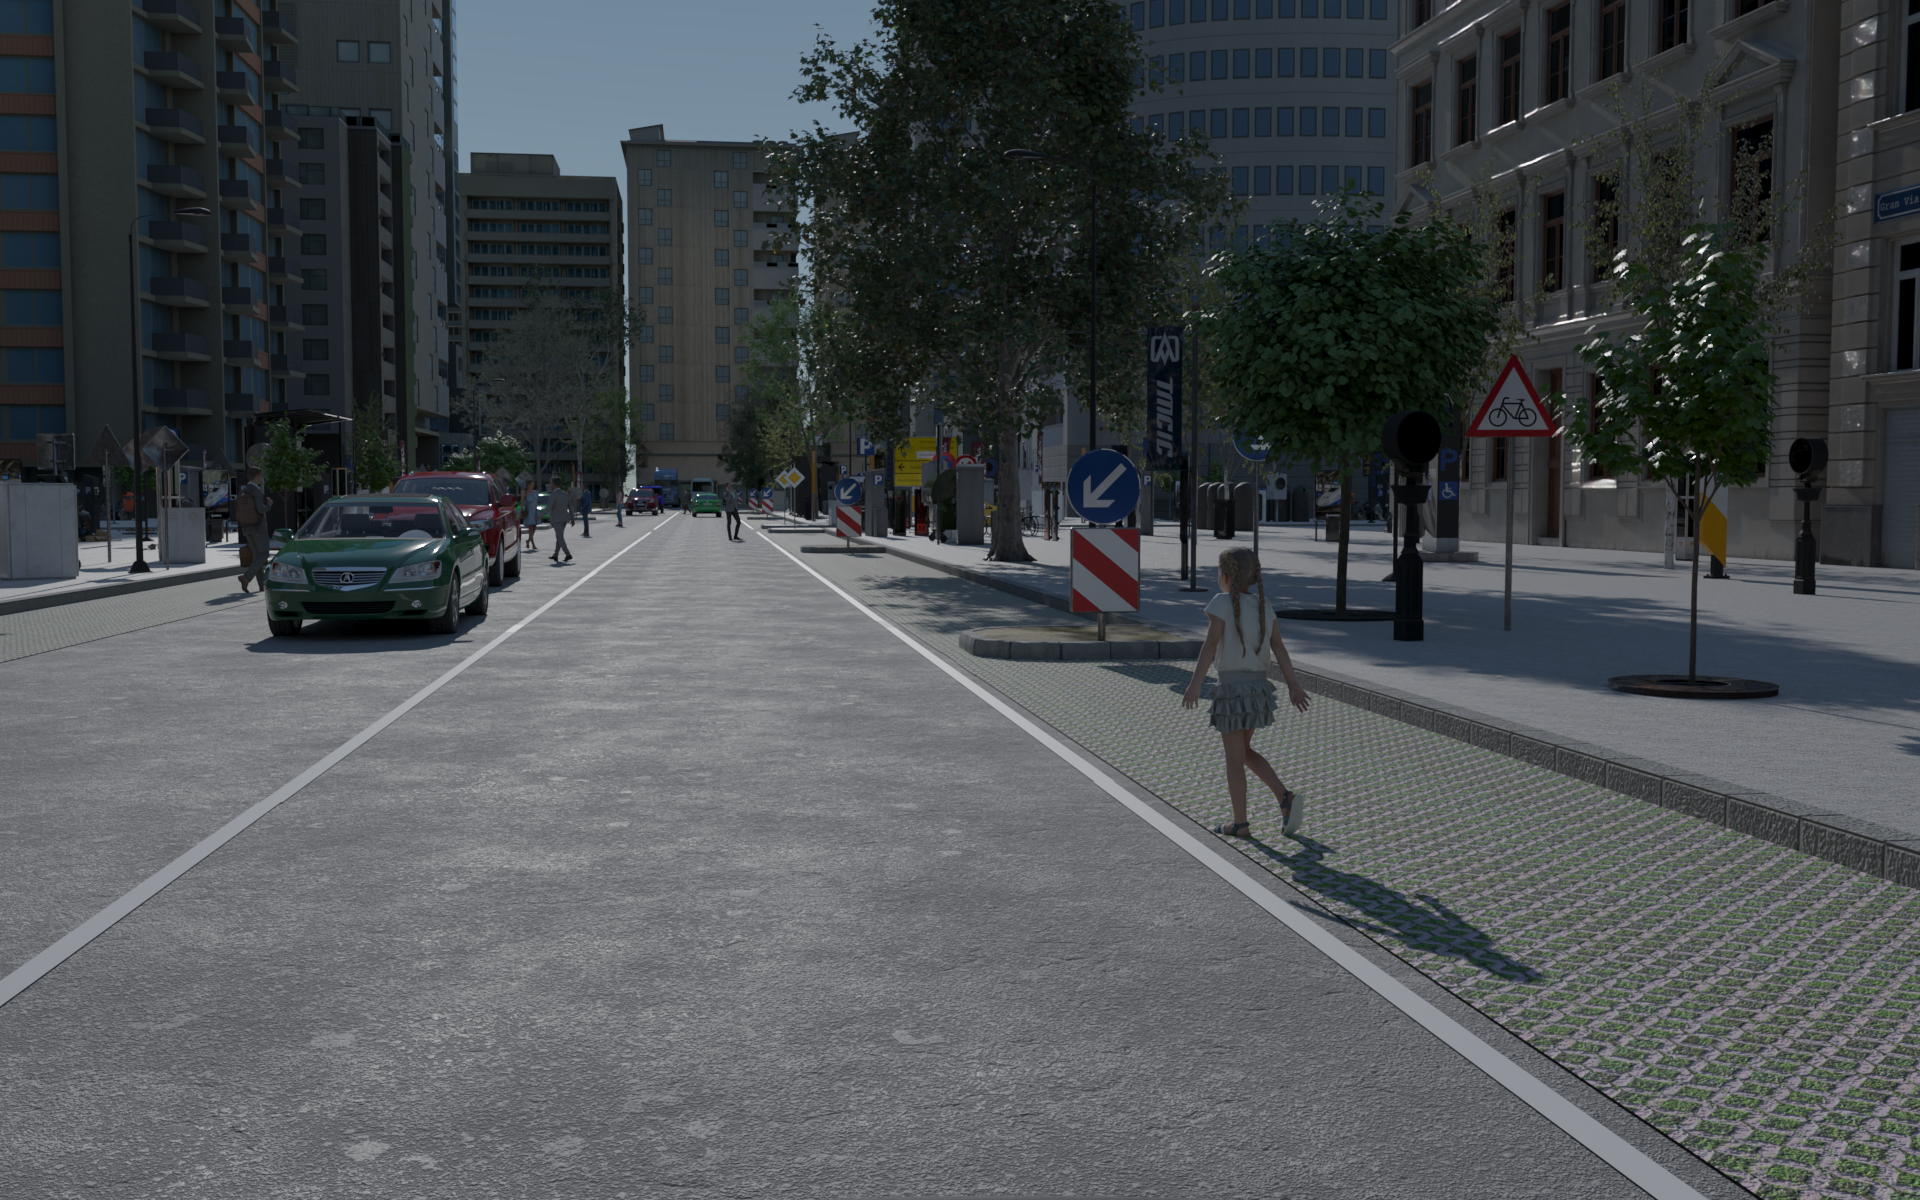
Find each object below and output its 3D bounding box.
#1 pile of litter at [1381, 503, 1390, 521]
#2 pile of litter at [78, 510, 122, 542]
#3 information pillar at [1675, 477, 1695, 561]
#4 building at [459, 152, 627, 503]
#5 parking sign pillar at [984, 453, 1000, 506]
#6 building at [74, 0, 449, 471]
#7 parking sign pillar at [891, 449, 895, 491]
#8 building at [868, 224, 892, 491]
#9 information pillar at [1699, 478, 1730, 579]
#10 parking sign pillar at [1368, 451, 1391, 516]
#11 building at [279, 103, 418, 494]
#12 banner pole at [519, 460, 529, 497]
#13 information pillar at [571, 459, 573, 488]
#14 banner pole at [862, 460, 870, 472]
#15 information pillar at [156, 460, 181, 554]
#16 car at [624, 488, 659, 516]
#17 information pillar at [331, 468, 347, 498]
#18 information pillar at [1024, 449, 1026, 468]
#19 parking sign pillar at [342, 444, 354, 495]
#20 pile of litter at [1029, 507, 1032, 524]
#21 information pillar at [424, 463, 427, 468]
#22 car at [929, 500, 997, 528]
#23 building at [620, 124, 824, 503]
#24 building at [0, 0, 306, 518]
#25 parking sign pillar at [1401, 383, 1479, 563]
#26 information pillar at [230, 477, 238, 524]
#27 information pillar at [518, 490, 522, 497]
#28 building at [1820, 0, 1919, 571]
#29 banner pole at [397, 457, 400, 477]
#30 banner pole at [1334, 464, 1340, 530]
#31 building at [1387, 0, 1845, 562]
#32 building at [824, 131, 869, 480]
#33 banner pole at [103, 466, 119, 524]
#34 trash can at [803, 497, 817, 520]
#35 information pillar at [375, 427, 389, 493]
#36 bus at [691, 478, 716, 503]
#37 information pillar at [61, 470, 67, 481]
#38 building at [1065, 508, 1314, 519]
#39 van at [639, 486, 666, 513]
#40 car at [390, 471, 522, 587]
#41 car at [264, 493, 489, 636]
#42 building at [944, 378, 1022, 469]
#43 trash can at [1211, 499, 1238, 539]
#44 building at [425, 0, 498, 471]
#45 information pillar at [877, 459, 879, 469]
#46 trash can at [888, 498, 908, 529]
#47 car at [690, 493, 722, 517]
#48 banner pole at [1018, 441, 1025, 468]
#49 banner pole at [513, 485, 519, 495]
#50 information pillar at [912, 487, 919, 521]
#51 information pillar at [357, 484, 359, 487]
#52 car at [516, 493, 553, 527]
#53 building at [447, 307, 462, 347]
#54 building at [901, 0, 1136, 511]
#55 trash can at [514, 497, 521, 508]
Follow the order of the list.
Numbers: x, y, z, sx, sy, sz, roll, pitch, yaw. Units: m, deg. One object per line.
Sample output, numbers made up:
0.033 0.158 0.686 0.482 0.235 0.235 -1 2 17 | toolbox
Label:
20.412 -4.134 81.554 1.176 0.858 1.719 1 4 15 | pile of litter
-23.455 -2.001 46.688 1.719 0.858 1.176 -3 5 -44 | pile of litter
13.965 -1.758 33.232 0.304 2.012 0.304 -1 4 -18 | information pillar
-59.458 -38.262 249.280 21.600 48.544 21.300 -1 4 -8 | building
1.557 -6.390 92.941 1.447 3.967 1.447 0 4 -4 | parking sign pillar
-60.809 -34.480 152.983 28.713 52.752 27.495 -1 4 -8 | building
-3.669 -7.004 102.988 1.447 3.967 1.447 1 4 22 | parking sign pillar
1.014 -35.266 200.296 21.300 48.544 21.600 -1 4 -8 | building
11.422 -2.130 26.181 0.504 3.616 0.183 -1 4 -21 | information pillar
21.546 -6.123 88.576 1.447 3.967 1.447 1 4 14 | parking sign pillar
-49.898 -22.030 131.886 14.160 30.474 14.107 -1 4 -8 | building
-32.544 -8.498 128.953 0.863 3.779 0.401 -3 5 -43 | banner pole
-26.113 -7.665 116.678 0.183 3.616 0.504 -1 4 -8 | information pillar
-6.833 -8.285 125.484 0.863 3.779 0.401 0 4 6 | banner pole
-15.258 -1.768 33.406 0.304 2.012 0.304 1 4 15 | information pillar
-21.485 -6.628 117.042 2.281 1.827 5.304 0 4 -8 | car
-17.508 -2.715 48.879 0.304 2.012 0.304 3 4 38 | information pillar
3.422 -6.041 90.122 0.183 3.616 0.504 2 4 34 | information pillar
-33.238 -6.459 94.081 1.447 3.967 1.447 -1 4 -12 | parking sign pillar
3.548 -3.825 76.504 1.176 0.858 1.719 -2 4 -31 | pile of litter
-40.602 -8.561 131.334 0.504 3.616 0.183 2 4 26 | information pillar
0.366 -3.613 69.289 3.980 1.641 2.015 0 4 -7 | car
-35.258 -40.775 255.916 27.495 52.752 28.713 -1 4 -8 | building
-51.836 -27.327 101.414 22.147 44.769 28.867 -1 4 -8 | building
9.184 -2.726 33.044 1.447 3.967 1.447 0 4 3 | parking sign pillar
-30.642 -4.199 73.150 0.304 2.012 0.304 -1 4 -14 | information pillar
-33.992 -7.909 133.798 0.304 2.012 0.304 -1 4 -9 | information pillar
23.017 -13.598 19.597 12.463 27.353 25.104 -1 4 -8 | building
-37.572 -7.703 115.964 0.401 3.779 0.863 -2 4 -28 | banner pole
13.663 -4.426 62.375 0.401 3.779 0.863 -2 4 -28 | banner pole
19.341 -12.625 42.583 11.583 22.565 21.152 -1 4 -8 | building
-8.133 -41.052 260.433 27.495 52.752 28.713 -1 4 -8 | building
-36.374 -5.140 74.052 0.863 3.779 0.401 2 4 26 | banner pole
-7.321 -4.467 84.682 0.748 1.137 0.748 0 3 0 | trash can
-20.244 -4.242 60.713 0.183 3.616 0.504 3 5 43 | information pillar
-30.913 -13.057 208.336 2.948 3.499 13.247 0 4 -8 | bus
-43.170 -5.634 83.475 0.183 3.616 0.504 0 4 -4 | information pillar
19.041 -34.091 99.390 28.212 58.520 21.231 -1 4 -8 | building
-23.161 -7.676 129.883 2.240 2.365 5.245 -1 4 -10 | van
-8.370 -1.202 28.325 2.281 1.827 5.304 -1 4 -9 | car
-6.304 -0.446 19.084 2.131 1.459 4.920 -1 4 -9 | car
11.975 -49.683 124.991 22.319 86.520 31.000 -1 4 -8 | building
7.502 -2.293 49.142 0.748 1.137 0.748 0 3 0 | trash can
-67.574 -53.585 188.780 31.000 86.520 22.319 -1 4 -8 | building
-5.459 -7.588 115.415 0.183 3.616 0.504 -1 4 -8 | information pillar
-2.265 -3.141 63.012 0.748 1.137 0.748 0 3 0 | trash can
-15.858 -6.088 108.327 1.959 1.807 4.718 -1 4 -10 | car
3.014 -5.639 82.218 0.401 3.779 0.863 0 4 3 | banner pole
-32.813 -8.378 126.995 0.401 3.779 0.863 -1 4 -21 | banner pole
-2.163 -5.641 83.581 0.504 3.616 0.183 -3 4 -38 | information pillar
-33.078 -5.547 95.180 0.304 2.012 0.304 -1 4 -15 | information pillar
-18.332 -4.064 75.247 1.959 1.807 4.718 -1 4 -9 | car
-82.867 -34.252 251.895 23.993 40.220 32.217 -1 4 -8 | building
4.190 -38.693 174.629 21.231 58.520 28.212 -1 4 -8 | building
-24.580 -5.177 96.292 0.748 1.137 0.748 0 3 0 | trash can
